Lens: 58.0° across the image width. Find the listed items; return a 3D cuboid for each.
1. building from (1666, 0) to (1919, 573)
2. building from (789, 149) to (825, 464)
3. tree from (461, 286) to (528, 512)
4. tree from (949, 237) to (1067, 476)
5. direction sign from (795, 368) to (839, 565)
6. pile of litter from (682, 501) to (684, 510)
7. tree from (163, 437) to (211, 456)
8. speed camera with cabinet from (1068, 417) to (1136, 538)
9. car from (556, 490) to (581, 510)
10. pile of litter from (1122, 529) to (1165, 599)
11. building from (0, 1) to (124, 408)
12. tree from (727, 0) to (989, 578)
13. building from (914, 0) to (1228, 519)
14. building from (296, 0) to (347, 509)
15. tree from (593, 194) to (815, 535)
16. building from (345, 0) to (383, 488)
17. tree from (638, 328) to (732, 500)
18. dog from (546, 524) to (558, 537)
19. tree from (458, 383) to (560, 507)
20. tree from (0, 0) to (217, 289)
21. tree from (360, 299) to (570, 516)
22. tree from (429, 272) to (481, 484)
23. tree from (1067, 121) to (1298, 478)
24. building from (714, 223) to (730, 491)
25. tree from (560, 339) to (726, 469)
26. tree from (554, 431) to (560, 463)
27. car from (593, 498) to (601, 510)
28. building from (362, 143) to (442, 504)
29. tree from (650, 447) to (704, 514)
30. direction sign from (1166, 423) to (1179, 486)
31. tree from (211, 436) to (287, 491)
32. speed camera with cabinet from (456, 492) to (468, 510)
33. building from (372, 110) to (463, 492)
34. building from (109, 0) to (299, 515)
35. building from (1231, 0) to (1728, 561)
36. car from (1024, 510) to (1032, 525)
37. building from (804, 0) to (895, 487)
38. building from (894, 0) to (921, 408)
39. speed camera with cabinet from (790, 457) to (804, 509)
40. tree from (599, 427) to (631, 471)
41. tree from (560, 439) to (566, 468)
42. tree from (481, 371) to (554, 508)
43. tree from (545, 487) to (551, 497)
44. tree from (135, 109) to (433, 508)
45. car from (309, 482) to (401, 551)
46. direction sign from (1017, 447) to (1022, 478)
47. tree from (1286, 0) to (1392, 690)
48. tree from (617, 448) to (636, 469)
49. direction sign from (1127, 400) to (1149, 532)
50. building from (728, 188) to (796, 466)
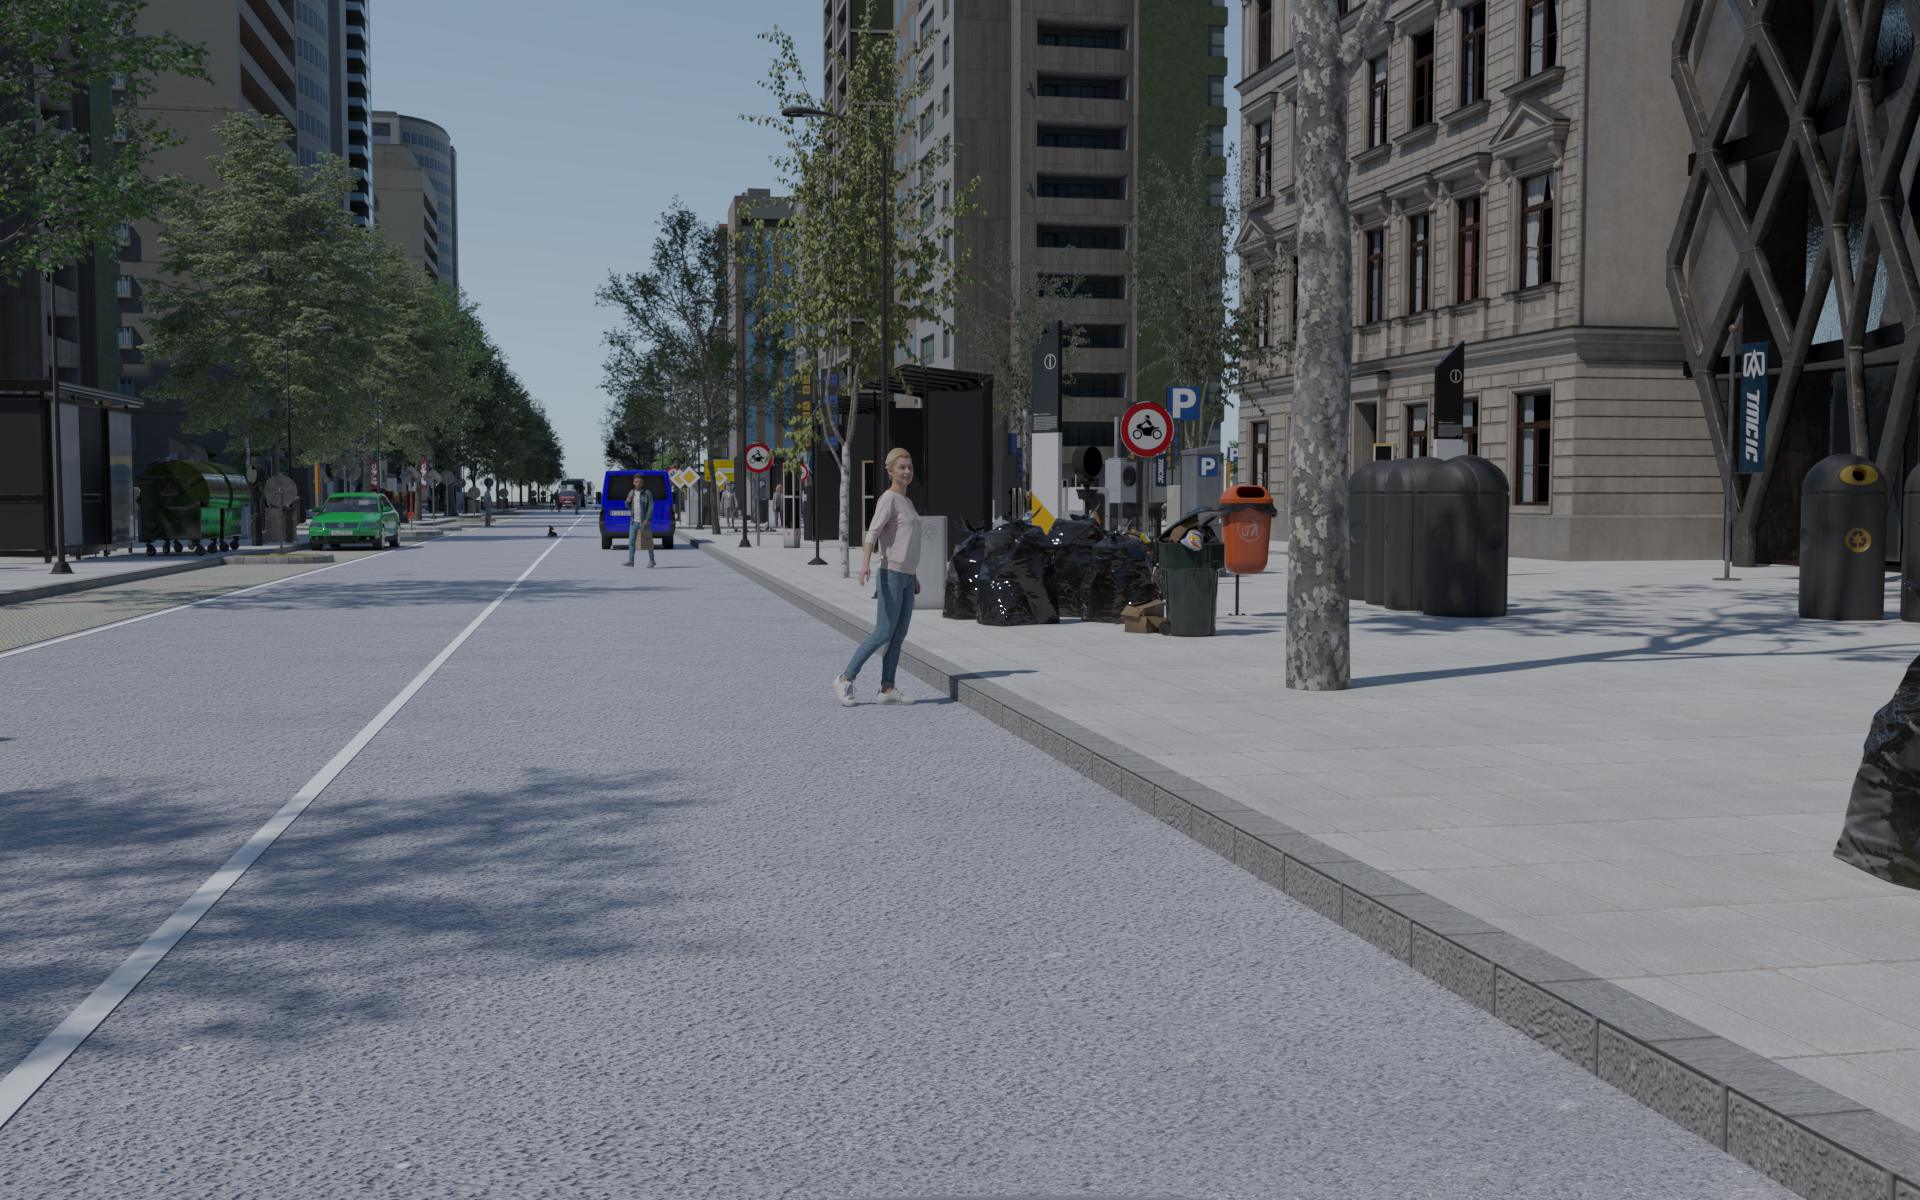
[{"bbox_3d":[21.228,-9.648,25.195,16.820,18.784,16.811,-1,4,-12],"label":"building"},{"bbox_3d":[-5.940,-30.956,198.006,32.217,40.220,23.993,-1,4,-12],"label":"building"},{"bbox_3d":[-25.647,-9.563,82.107,9.928,11.665,9.643,0,3,0],"label":"tree"},{"bbox_3d":[1.918,-6.025,48.873,4.360,8.622,3.978,0,3,0],"label":"tree"},{"bbox_3d":[-2.586,-2.407,31.344,0.876,3.537,0.379,1,4,22],"label":"direction sign"},{"bbox_3d":[-21.241,-7.441,135.619,1.719,0.858,1.176,3,4,38],"label":"pile of litter"},{"bbox_3d":[-44.527,-7.142,100.477,4.285,4.588,4.351,0,3,0],"label":"tree"},{"bbox_3d":[3.640,-3.033,43.931,2.038,3.252,0.660,-3,5,-42],"label":"speed camera with cabinet"},{"bbox_3d":[-35.433,-9.053,156.694,2.281,1.827,5.304,-1,4,-11],"label":"car"},{"bbox_3d":[2.203,-0.462,21.511,1.719,0.858,1.176,2,4,28],"label":"pile of litter"},{"bbox_3d":[-49.692,-19.034,82.912,14.160,30.474,14.107,-1,4,-12],"label":"building"},{"bbox_3d":[-1.689,-4.657,26.506,4.737,8.622,4.395,0,3,0],"label":"tree"},{"bbox_3d":[5.565,-19.746,94.556,14.107,30.474,14.160,-1,4,-12],"label":"building"},{"bbox_3d":[-65.475,-37.115,148.823,21.231,58.520,28.212,-1,4,-12],"label":"building"},{"bbox_3d":[-8.050,-7.347,54.535,7.601,10.594,8.767,0,4,-2],"label":"tree"},{"bbox_3d":[-71.590,-52.906,177.681,22.319,86.520,31.000,-1,4,-12],"label":"building"},{"bbox_3d":[-11.717,-7.561,73.989,4.360,8.622,3.978,0,3,0],"label":"tree"},{"bbox_3d":[-13.742,-2.315,58.051,0.550,0.427,0.748,0,4,8],"label":"dog"},{"bbox_3d":[-45.795,-16.118,173.903,12.009,13.543,11.850,0,3,0],"label":"tree"},{"bbox_3d":[-13.221,-5.831,21.086,9.928,11.665,9.643,0,3,0],"label":"tree"},{"bbox_3d":[-29.702,-11.214,100.349,9.611,12.733,9.660,0,3,0],"label":"tree"},{"bbox_3d":[-24.607,-9.465,72.882,7.486,12.596,7.792,0,3,0],"label":"tree"},{"bbox_3d":[5.057,-5.196,35.325,4.360,8.622,3.978,0,3,0],"label":"tree"},{"bbox_3d":[-27.773,-37.963,275.322,22.147,44.769,28.867,-1,4,-12],"label":"building"},{"bbox_3d":[-22.019,-13.446,130.209,12.009,13.543,11.850,0,3,0],"label":"tree"},{"bbox_3d":[-50.697,-17.121,198.060,7.486,12.596,7.792,0,3,0],"label":"tree"},{"bbox_3d":[-32.603,-9.111,158.562,1.945,1.707,3.694,-1,4,-12],"label":"car"},{"bbox_3d":[-84.570,-37.780,241.397,21.300,48.544,21.600,-1,4,-12],"label":"building"},{"bbox_3d":[-18.212,-7.812,111.440,4.285,4.588,4.351,0,3,0],"label":"tree"},{"bbox_3d":[6.816,-3.892,55.623,0.379,3.537,0.876,-1,4,-17],"label":"direction sign"},{"bbox_3d":[-38.481,-6.816,95.152,4.285,4.588,4.351,0,3,0],"label":"tree"},{"bbox_3d":[-39.881,-8.756,137.497,2.038,3.252,0.660,1,4,20],"label":"speed camera with cabinet"},{"bbox_3d":[-88.784,-44.257,265.607,21.231,58.520,28.212,-1,4,-12],"label":"building"},{"bbox_3d":[-55.225,-29.781,110.623,21.300,48.544,21.600,-1,4,-12],"label":"building"},{"bbox_3d":[14.379,-10.859,42.174,10.561,19.102,19.286,-1,4,-12],"label":"building"},{"bbox_3d":[4.804,-3.528,69.678,4.499,1.417,2.014,-1,4,-13],"label":"car"},{"bbox_3d":[-1.558,-42.714,136.627,20.563,71.187,20.611,-1,4,-12],"label":"building"},{"bbox_3d":[3.689,-28.287,112.605,14.600,45.320,14.200,-1,4,-12],"label":"building"},{"bbox_3d":[-7.676,-5.586,85.661,2.038,3.252,0.660,2,4,28],"label":"speed camera with cabinet"},{"bbox_3d":[-46.602,-19.474,244.147,9.928,11.665,9.643,0,3,0],"label":"tree"},{"bbox_3d":[-61.551,-20.578,254.573,7.486,12.596,7.792,0,3,0],"label":"tree"},{"bbox_3d":[-40.902,-14.462,154.575,7.486,12.596,7.792,0,3,0],"label":"tree"},{"bbox_3d":[-65.577,-19.859,275.048,4.737,8.622,4.395,0,3,0],"label":"tree"},{"bbox_3d":[-20.821,-8.205,52.286,7.486,12.596,7.792,0,3,0],"label":"tree"},{"bbox_3d":[-15.714,-2.219,45.069,1.959,1.807,4.718,-1,4,-10],"label":"car"},{"bbox_3d":[2.662,-5.630,84.052,0.876,3.537,0.379,-2,4,-26],"label":"direction sign"},{"bbox_3d":[1.450,-9.409,9.719,12.611,20.169,13.585,0,3,0],"label":"tree"},{"bbox_3d":[-35.395,-14.826,192.765,4.737,8.622,4.395,0,3,0],"label":"tree"},{"bbox_3d":[4.337,-3.077,42.313,0.379,3.537,0.876,-2,4,-29],"label":"direction sign"},{"bbox_3d":[-26.422,-36.910,253.593,14.600,45.320,14.200,-1,4,-12],"label":"building"}]
